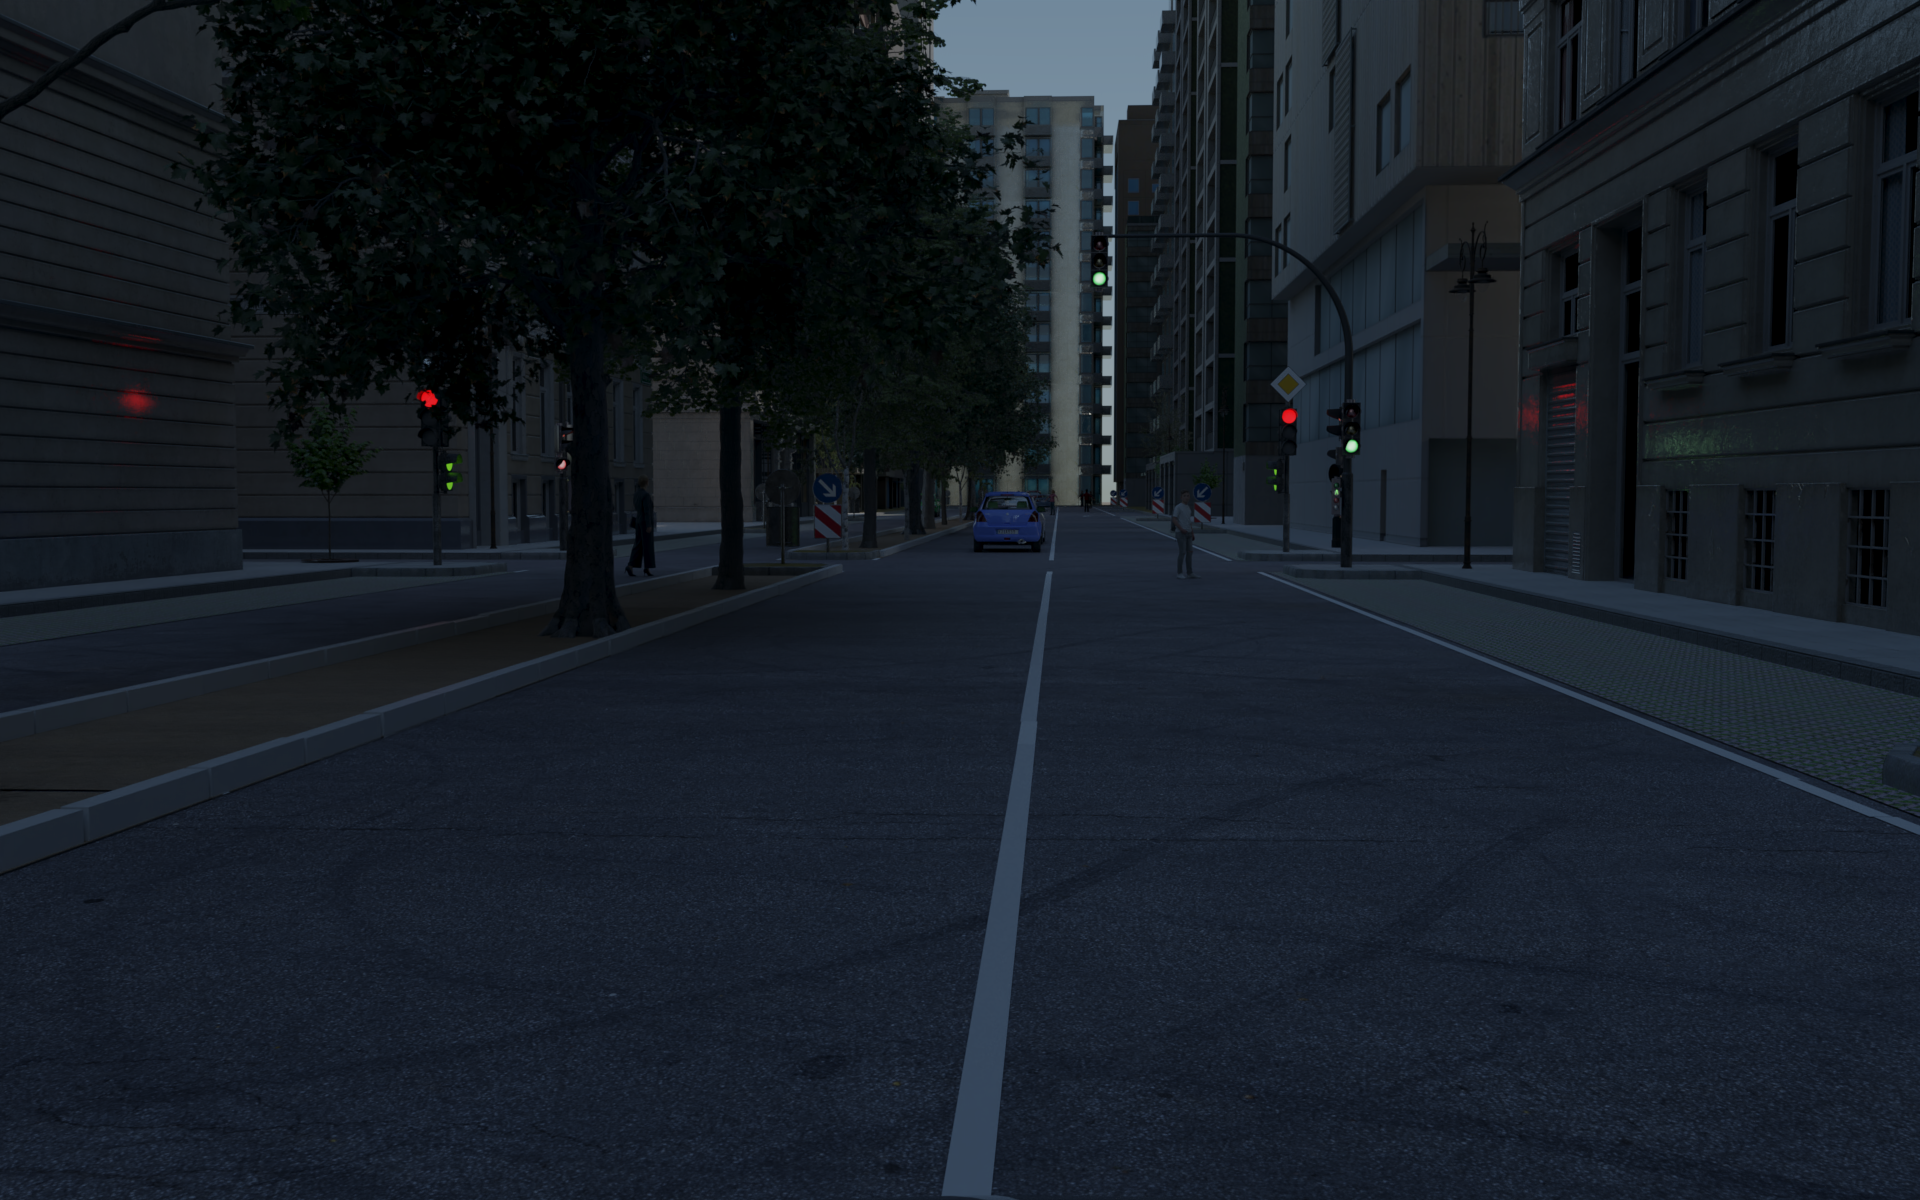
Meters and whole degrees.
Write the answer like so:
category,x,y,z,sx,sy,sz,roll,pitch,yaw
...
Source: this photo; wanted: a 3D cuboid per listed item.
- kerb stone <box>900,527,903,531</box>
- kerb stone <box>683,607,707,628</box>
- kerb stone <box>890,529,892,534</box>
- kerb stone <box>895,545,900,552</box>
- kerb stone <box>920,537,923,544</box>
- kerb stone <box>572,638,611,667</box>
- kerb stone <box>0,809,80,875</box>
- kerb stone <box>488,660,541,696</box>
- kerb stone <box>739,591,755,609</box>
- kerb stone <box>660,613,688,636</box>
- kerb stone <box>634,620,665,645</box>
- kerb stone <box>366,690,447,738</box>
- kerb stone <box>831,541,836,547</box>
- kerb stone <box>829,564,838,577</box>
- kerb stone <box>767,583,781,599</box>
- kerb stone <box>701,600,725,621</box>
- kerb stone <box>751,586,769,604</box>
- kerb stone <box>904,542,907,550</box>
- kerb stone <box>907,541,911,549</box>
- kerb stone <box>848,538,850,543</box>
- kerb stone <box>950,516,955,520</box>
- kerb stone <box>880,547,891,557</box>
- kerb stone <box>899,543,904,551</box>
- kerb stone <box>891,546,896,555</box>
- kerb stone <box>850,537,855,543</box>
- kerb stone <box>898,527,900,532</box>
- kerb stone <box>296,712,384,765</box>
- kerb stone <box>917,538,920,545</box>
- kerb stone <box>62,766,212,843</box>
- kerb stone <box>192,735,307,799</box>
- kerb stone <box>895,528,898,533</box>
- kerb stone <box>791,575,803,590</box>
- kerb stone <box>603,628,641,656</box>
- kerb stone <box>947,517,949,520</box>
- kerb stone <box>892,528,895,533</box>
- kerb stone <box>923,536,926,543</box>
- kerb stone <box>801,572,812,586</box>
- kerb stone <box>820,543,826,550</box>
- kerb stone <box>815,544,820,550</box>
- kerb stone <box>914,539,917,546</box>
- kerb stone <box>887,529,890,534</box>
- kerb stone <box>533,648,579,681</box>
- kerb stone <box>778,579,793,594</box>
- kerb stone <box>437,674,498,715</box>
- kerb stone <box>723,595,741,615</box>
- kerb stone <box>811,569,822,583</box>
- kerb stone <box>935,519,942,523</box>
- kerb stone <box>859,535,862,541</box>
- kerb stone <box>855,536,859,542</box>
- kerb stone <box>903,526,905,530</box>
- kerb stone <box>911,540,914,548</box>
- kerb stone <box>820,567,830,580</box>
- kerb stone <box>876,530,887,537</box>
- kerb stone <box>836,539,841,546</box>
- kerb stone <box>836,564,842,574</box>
category,x,y,z,sx,sy,sz,roll,pitch,yaw
kerb stone,-2.363,-2.652,65.555,0.120,0.150,1.000,0,4,3
kerb stone,-2.950,0.207,18.883,0.120,0.150,1.000,0,4,3
kerb stone,-2.600,-2.399,61.463,0.120,0.150,1.000,0,4,3
kerb stone,-1.626,-1.203,41.907,0.120,0.150,1.000,0,4,3
kerb stone,-1.211,-1.644,49.071,0.120,0.150,1.000,0,4,3
kerb stone,-3.186,0.460,14.779,0.120,0.150,1.000,0,4,3
kerb stone,-3.665,0.959,6.572,0.120,0.150,1.000,0,4,3
kerb stone,-3.306,0.582,12.733,0.120,0.150,1.000,0,4,3
kerb stone,-2.773,0.017,21.951,0.120,0.150,1.000,0,4,3
kerb stone,-3.003,0.265,17.857,0.120,0.150,1.000,0,4,3
kerb stone,-3.066,0.328,16.831,0.120,0.150,1.000,0,4,3
kerb stone,-3.418,0.704,10.682,0.120,0.150,1.000,0,4,3
kerb stone,-3.485,-1.464,46.126,0.120,0.150,1.000,0,4,3
kerb stone,-2.297,-0.486,30.144,0.120,0.150,1.000,0,4,3
kerb stone,-2.656,-0.105,23.999,0.120,0.150,1.000,0,4,3
kerb stone,-2.891,0.140,19.903,0.120,0.150,1.000,0,4,3
kerb stone,-2.717,-0.048,22.973,0.120,0.150,1.000,0,4,3
kerb stone,-1.504,-1.330,43.948,0.120,0.150,1.000,0,4,3
kerb stone,-1.450,-1.393,44.969,0.120,0.150,1.000,0,4,3
kerb stone,-3.310,-1.650,49.188,0.120,0.150,1.000,0,4,3
kerb stone,-0.534,-4.590,97.306,0.120,0.150,1.000,0,4,3
kerb stone,-1.748,-1.080,39.852,0.120,0.150,1.000,0,4,3
kerb stone,-1.566,-1.268,42.928,0.120,0.150,1.000,0,4,3
kerb stone,-1.682,-1.143,40.886,0.120,0.150,1.000,0,4,3
kerb stone,-3.250,-1.713,50.209,0.120,0.150,1.000,0,4,3
kerb stone,-2.420,-2.590,64.534,0.120,0.150,1.000,0,4,3
kerb stone,-3.481,0.774,9.651,0.120,0.150,1.000,0,4,3
kerb stone,-1.272,-1.581,48.040,0.120,0.150,1.000,0,4,3
kerb stone,-3.603,0.894,7.607,0.120,0.150,1.000,0,4,3
kerb stone,-3.542,0.830,8.627,0.120,0.150,1.000,0,4,3
kerb stone,-2.488,-2.521,63.510,0.120,0.150,1.000,0,4,3
kerb stone,-2.533,-0.234,26.050,0.120,0.150,1.000,0,4,3
kerb stone,-3.119,0.394,15.805,0.120,0.150,1.000,0,4,3
kerb stone,-0.824,-4.280,92.194,0.120,0.150,1.000,0,4,3
kerb stone,-2.545,-2.464,62.487,0.120,0.150,1.000,0,4,3
kerb stone,-1.150,-1.707,50.103,0.120,0.150,1.000,0,4,3
kerb stone,-2.480,-0.298,27.071,0.120,0.150,1.000,0,4,3
kerb stone,-3.602,-1.338,44.073,0.120,0.150,1.000,0,4,3
kerb stone,-3.660,-1.273,43.048,0.120,0.150,1.000,0,4,3
kerb stone,-1.341,-1.518,47.013,0.120,0.150,1.000,0,4,3
kerb stone,-2.655,-2.336,60.442,0.120,0.150,1.000,0,4,3
kerb stone,-3.247,0.522,13.753,0.120,0.150,1.000,0,4,3
kerb stone,-2.590,-0.173,25.030,0.120,0.150,1.000,0,4,3
kerb stone,-3.359,0.643,11.702,0.120,0.150,1.000,0,4,3
kerb stone,-2.828,0.079,20.931,0.120,0.150,1.000,0,4,3
kerb stone,-2.416,-0.361,28.099,0.120,0.150,1.000,0,4,3
kerb stone,-1.068,-4.031,88.104,0.120,0.150,1.000,0,4,3
kerb stone,-3.126,-1.839,52.258,0.120,0.150,1.000,0,4,3
kerb stone,-3.186,-1.775,51.237,0.120,0.150,1.000,0,4,3
kerb stone,-2.308,-2.711,66.582,0.120,0.150,1.000,0,4,3
kerb stone,-1.386,-1.455,45.992,0.120,0.150,1.000,0,4,3
kerb stone,-2.359,-0.423,29.119,0.120,0.150,1.000,0,4,3
kerb stone,-2.713,-2.277,59.421,0.120,0.150,1.000,0,4,3
kerb stone,-3.430,-1.524,47.147,0.120,0.150,1.000,0,4,3
kerb stone,-2.238,-0.547,31.169,0.120,0.150,1.000,0,4,3
